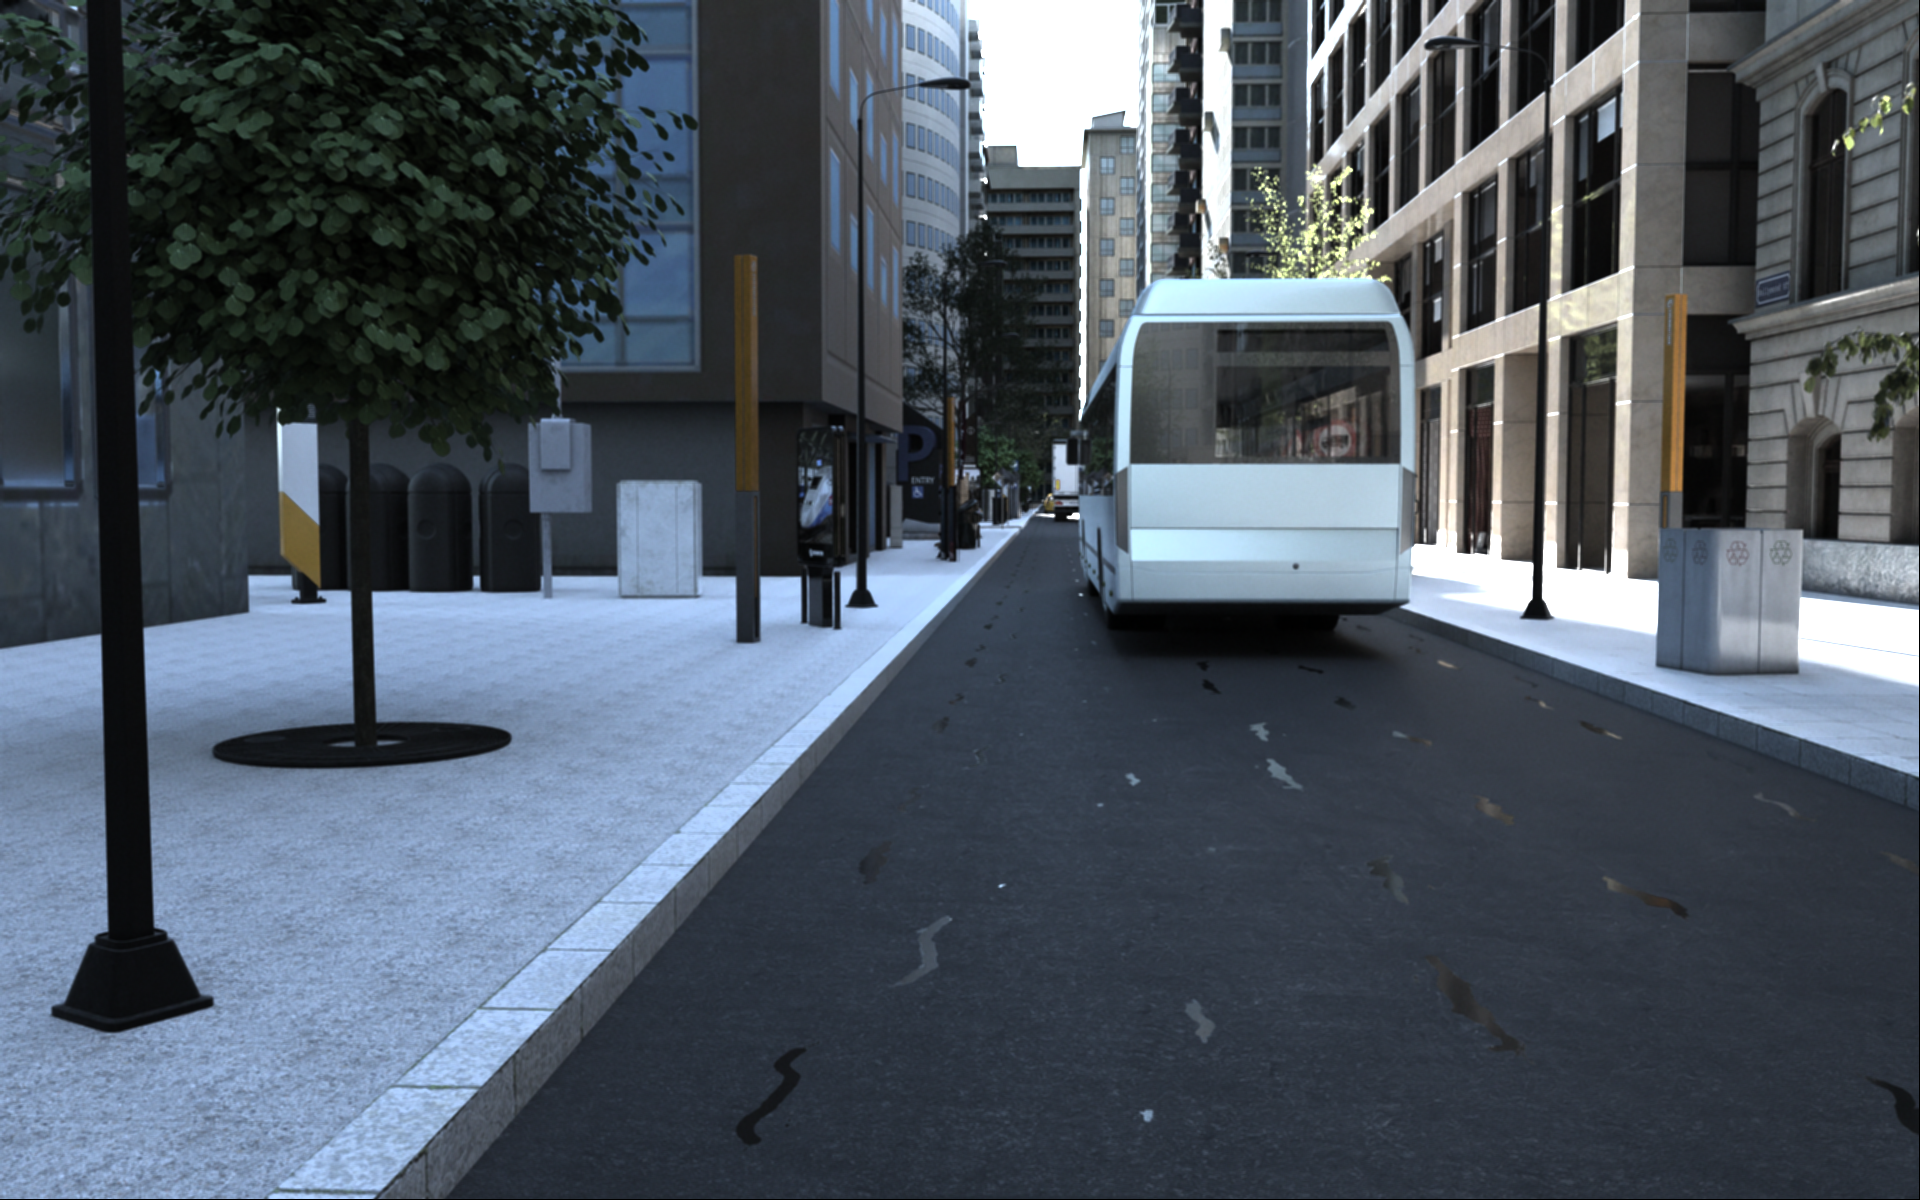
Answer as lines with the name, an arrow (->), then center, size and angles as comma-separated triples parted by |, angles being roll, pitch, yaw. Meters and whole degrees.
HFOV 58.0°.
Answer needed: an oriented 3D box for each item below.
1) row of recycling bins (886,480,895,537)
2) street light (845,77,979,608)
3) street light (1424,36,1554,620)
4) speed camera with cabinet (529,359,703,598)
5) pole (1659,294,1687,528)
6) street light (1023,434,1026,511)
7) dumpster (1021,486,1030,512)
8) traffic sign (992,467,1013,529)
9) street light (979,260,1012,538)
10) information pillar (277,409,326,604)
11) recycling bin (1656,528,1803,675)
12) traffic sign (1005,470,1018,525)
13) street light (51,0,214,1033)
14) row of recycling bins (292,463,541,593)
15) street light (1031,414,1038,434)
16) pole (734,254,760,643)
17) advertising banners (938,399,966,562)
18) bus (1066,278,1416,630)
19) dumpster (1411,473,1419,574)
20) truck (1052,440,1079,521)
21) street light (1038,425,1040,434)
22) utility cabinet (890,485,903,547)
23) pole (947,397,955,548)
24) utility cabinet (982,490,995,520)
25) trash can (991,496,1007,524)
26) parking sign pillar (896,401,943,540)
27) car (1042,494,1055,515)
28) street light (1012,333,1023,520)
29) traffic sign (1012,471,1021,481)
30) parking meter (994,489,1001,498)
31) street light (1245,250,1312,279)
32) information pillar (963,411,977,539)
row of recycling bins -> -3.507, -2.762, 52.276 | 3.534, 1.692, 1.069 | 1, 4, 22
street light -> -0.579, -2.871, 19.484 | 1.470, 5.913, 1.316 | 0, 4, 3
street light -> 5.416, -2.764, 17.731 | 1.470, 5.913, 1.316 | 0, 4, 3
speed camera with cabinet -> -4.252, -1.658, 21.452 | 2.038, 3.252, 0.660 | 0, 4, -2
pole -> 7.315, -1.464, 17.786 | 0.158, 3.312, 0.155 | 0, 3, 0
street light -> 2.023, -6.022, 71.002 | 1.470, 5.913, 1.316 | 0, 4, 3
dumpster -> 4.150, -7.279, 121.497 | 1.502, 2.255, 1.985 | 0, 4, 3
traffic sign -> 1.552, -3.643, 63.213 | 0.795, 2.450, 0.064 | 0, 4, 3
street light -> 0.242, -3.796, 34.612 | 1.470, 5.913, 1.316 | 0, 4, 3
information pillar -> -7.713, -1.765, 20.210 | 0.183, 3.616, 0.504 | 2, 4, 35
recycling bin -> 5.598, -0.004, 12.627 | 0.722, 1.027, 0.722 | -1, 4, -11
traffic sign -> 1.978, -4.131, 71.187 | 0.795, 2.450, 0.064 | 0, 4, 3
street light -> -1.516, -1.930, 4.091 | 1.470, 5.913, 1.316 | 0, 4, 3
row of recycling bins -> -7.284, -0.979, 23.113 | 3.534, 1.692, 1.069 | 1, 4, 10
street light -> 2.971, -6.923, 85.738 | 1.470, 5.913, 1.316 | 0, 4, 3
pole -> -1.831, -1.288, 14.902 | 0.158, 3.312, 0.155 | 0, 3, 0
advertising banners -> -0.146, -2.253, 33.027 | 0.090, 3.025, 2.074 | -1, 4, -13
bus -> 2.893, -1.626, 21.449 | 2.948, 3.499, 13.247 | 0, 4, 2
dumpster -> 6.646, -1.360, 27.993 | 1.264, 1.857, 1.865 | 0, 4, 3
truck -> 6.419, -6.479, 94.838 | 2.839, 4.237, 11.283 | 0, 4, 4
street light -> 3.769, -7.834, 100.626 | 1.470, 5.913, 1.316 | 0, 4, 3
utility cabinet -> -1.522, -2.011, 41.567 | 0.318, 1.500, 1.173 | 0, 4, -2
pole -> -0.214, -2.614, 36.587 | 0.158, 3.312, 0.155 | 0, 3, 0
utility cabinet -> 1.371, -4.680, 85.189 | 0.318, 1.500, 1.173 | -1, 4, -19
trash can -> 1.689, -3.814, 74.017 | 0.748, 1.137, 0.748 | 0, 3, 0
parking sign pillar -> -1.132, -3.702, 48.999 | 1.447, 3.967, 1.447 | 1, 4, 19
car -> 6.813, -6.884, 122.769 | 2.015, 1.641, 3.980 | 0, 4, 2
street light -> 1.012, -4.749, 50.185 | 1.470, 5.913, 1.316 | 0, 4, 3
traffic sign -> 2.932, -5.773, 94.501 | 0.768, 2.556, 0.104 | 1, 4, 13
parking meter -> 1.963, -4.975, 89.758 | 0.372, 1.533, 0.369 | 0, 3, 0
street light -> 6.141, -3.708, 33.166 | 1.470, 5.913, 1.316 | 0, 4, 3
information pillar -> 0.222, -3.517, 48.865 | 0.504, 3.616, 0.183 | -1, 4, -9
